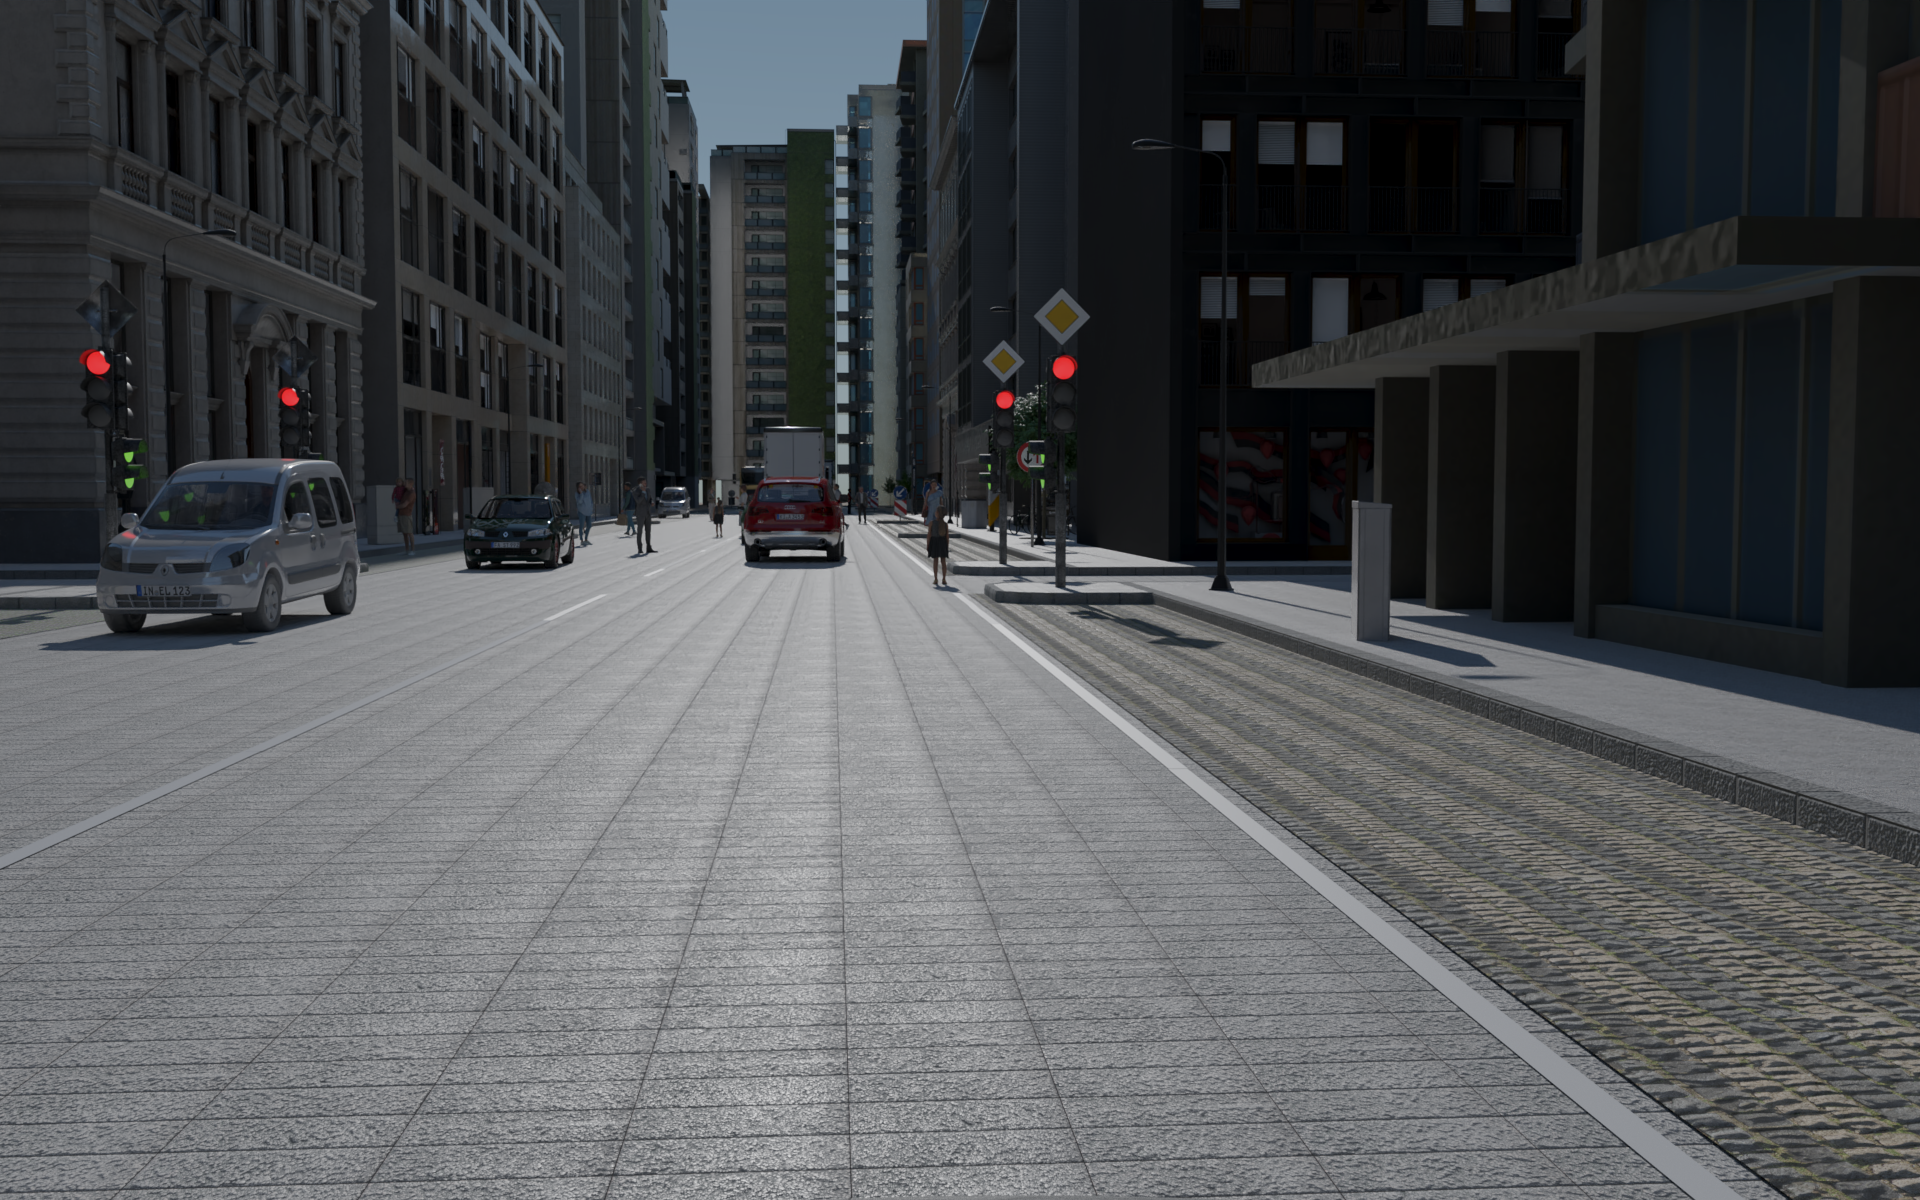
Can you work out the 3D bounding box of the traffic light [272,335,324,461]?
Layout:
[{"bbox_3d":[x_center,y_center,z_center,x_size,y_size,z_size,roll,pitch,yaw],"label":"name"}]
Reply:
[{"bbox_3d":[-11.754,-2.556,30.712,0.839,4.253,0.868,0,4,-4],"label":"traffic light"}]

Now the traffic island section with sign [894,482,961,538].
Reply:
[{"bbox_3d":[-1.029,-2.932,56.564,1.989,1.847,2.006,0,4,-4],"label":"traffic island section with sign"}]

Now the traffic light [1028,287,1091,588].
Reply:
[{"bbox_3d":[1.363,-2.127,23.690,0.839,4.253,0.868,0,4,-4],"label":"traffic light"}]

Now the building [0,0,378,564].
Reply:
[{"bbox_3d":[-21.316,-12.919,40.096,11.050,23.489,19.941,0,4,-4],"label":"building"}]

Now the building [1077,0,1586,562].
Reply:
[{"bbox_3d":[11.369,-12.787,38.742,15.834,23.373,12.332,0,4,-4],"label":"building"}]

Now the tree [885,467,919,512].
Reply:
[{"bbox_3d":[-3.939,-7.884,123.498,1.663,3.219,1.824,0,3,0],"label":"tree"}]

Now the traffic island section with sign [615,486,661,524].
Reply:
[{"bbox_3d":[-15.290,-4.507,82.315,1.989,1.847,2.006,0,4,-4],"label":"traffic island section with sign"}]

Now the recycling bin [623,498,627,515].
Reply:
[{"bbox_3d":[-20.024,-5.667,105.202,0.722,1.027,0.722,-3,5,-40],"label":"recycling bin"}]

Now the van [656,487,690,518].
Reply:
[{"bbox_3d":[-17.023,-5.878,103.118,2.013,2.044,4.112,0,4,-5],"label":"van"}]

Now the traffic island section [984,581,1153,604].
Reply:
[{"bbox_3d":[1.403,-0.093,23.807,2.009,0.180,2.903,0,4,-4],"label":"traffic island section"}]

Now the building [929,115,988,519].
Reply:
[{"bbox_3d":[4.347,-16.396,96.953,11.050,23.489,19.941,0,4,-4],"label":"building"}]

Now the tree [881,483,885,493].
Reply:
[{"bbox_3d":[-6.605,-10.185,161.127,1.663,3.219,1.824,0,3,0],"label":"tree"}]

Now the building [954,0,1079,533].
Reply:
[{"bbox_3d":[7.882,-15.440,71.516,14.314,24.678,30.058,0,4,-4],"label":"building"}]

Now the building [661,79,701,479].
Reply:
[{"bbox_3d":[-33.275,-29.935,173.035,14.086,41.232,14.154,0,4,-4],"label":"building"}]

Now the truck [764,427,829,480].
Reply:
[{"bbox_3d":[-7.384,-5.472,78.378,2.839,4.237,11.283,0,4,-4],"label":"truck"}]

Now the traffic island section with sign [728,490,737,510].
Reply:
[{"bbox_3d":[-21.092,-9.289,160.497,1.989,1.847,2.006,0,4,-4],"label":"traffic island section with sign"}]

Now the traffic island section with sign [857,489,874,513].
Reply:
[{"bbox_3d":[-6.720,-7.624,133.287,1.989,1.847,2.006,0,4,-4],"label":"traffic island section with sign"}]

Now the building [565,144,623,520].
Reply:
[{"bbox_3d":[-24.611,-14.621,93.800,10.420,20.320,16.860,0,4,-4],"label":"building"}]

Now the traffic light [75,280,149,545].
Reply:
[{"bbox_3d":[-11.163,-2.069,22.749,0.839,4.253,0.868,0,4,-4],"label":"traffic light"}]

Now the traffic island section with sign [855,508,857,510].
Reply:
[{"bbox_3d":[-8.715,-9.269,160.169,1.989,1.847,2.006,0,4,-4],"label":"traffic island section with sign"}]

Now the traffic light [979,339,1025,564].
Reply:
[{"bbox_3d":[0.772,-2.614,31.653,0.839,4.253,0.868,0,4,-4],"label":"traffic light"}]

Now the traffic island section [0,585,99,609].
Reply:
[{"bbox_3d":[-11.204,-0.037,22.880,2.009,0.180,2.903,0,4,-4],"label":"traffic island section"}]

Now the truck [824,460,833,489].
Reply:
[{"bbox_3d":[-12.071,-9.626,146.293,2.839,4.237,11.283,0,4,-5],"label":"truck"}]

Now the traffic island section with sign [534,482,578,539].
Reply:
[{"bbox_3d":[-13.298,-2.861,55.403,1.989,1.847,2.006,0,4,-4],"label":"traffic island section with sign"}]

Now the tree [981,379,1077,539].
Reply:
[{"bbox_3d":[2.324,-4.027,49.559,4.285,4.588,4.351,0,3,0],"label":"tree"}]

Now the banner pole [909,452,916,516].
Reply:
[{"bbox_3d":[-2.777,-6.905,102.909,0.401,3.779,0.863,-1,4,-19],"label":"banner pole"}]

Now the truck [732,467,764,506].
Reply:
[{"bbox_3d":[-14.407,-7.894,124.987,3.469,3.379,9.791,0,4,-3],"label":"truck"}]

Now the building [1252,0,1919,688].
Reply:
[{"bbox_3d":[15.633,-21.634,8.344,22.147,44.769,28.867,0,4,-4],"label":"building"}]

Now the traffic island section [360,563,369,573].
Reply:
[{"bbox_3d":[-11.795,-0.524,30.843,2.009,0.180,2.903,0,4,-4],"label":"traffic island section"}]

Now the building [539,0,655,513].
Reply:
[{"bbox_3d":[-27.612,-26.173,111.525,14.154,41.232,14.086,0,4,-4],"label":"building"}]

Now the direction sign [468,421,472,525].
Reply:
[{"bbox_3d":[-15.279,-3.796,54.068,0.379,3.537,0.876,-1,4,-20],"label":"direction sign"}]

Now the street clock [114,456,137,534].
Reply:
[{"bbox_3d":[-14.886,-1.608,30.853,0.471,2.002,0.358,2,4,29],"label":"street clock"}]

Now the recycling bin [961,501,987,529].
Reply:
[{"bbox_3d":[0.532,-3.196,64.815,0.722,1.027,0.722,3,4,37],"label":"recycling bin"}]

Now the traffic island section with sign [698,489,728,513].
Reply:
[{"bbox_3d":[-19.046,-7.604,132.955,1.989,1.847,2.006,0,4,-4],"label":"traffic island section with sign"}]

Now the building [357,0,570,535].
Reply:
[{"bbox_3d":[-27.717,-16.095,67.672,19.350,26.468,34.151,0,4,-4],"label":"building"}]

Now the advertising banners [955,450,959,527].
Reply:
[{"bbox_3d":[-0.119,-4.394,68.035,0.090,3.025,2.074,0,4,-2],"label":"advertising banners"}]

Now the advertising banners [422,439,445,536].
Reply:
[{"bbox_3d":[-16.496,-3.558,54.367,0.090,3.025,2.074,0,4,2],"label":"advertising banners"}]

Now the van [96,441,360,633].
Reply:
[{"bbox_3d":[-8.031,-0.749,19.253,2.013,2.044,4.112,0,4,-3],"label":"van"}]

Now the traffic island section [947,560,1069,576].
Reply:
[{"bbox_3d":[0.813,-0.580,31.770,2.009,0.180,2.903,0,4,-4],"label":"traffic island section"}]

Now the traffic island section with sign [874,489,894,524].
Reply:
[{"bbox_3d":[-3.017,-4.583,83.552,1.989,1.847,2.006,0,4,-4],"label":"traffic island section with sign"}]

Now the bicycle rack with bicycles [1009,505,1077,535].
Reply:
[{"bbox_3d":[2.815,-2.555,55.157,2.925,0.926,2.852,-2,4,-30],"label":"bicycle rack with bicycles"}]
